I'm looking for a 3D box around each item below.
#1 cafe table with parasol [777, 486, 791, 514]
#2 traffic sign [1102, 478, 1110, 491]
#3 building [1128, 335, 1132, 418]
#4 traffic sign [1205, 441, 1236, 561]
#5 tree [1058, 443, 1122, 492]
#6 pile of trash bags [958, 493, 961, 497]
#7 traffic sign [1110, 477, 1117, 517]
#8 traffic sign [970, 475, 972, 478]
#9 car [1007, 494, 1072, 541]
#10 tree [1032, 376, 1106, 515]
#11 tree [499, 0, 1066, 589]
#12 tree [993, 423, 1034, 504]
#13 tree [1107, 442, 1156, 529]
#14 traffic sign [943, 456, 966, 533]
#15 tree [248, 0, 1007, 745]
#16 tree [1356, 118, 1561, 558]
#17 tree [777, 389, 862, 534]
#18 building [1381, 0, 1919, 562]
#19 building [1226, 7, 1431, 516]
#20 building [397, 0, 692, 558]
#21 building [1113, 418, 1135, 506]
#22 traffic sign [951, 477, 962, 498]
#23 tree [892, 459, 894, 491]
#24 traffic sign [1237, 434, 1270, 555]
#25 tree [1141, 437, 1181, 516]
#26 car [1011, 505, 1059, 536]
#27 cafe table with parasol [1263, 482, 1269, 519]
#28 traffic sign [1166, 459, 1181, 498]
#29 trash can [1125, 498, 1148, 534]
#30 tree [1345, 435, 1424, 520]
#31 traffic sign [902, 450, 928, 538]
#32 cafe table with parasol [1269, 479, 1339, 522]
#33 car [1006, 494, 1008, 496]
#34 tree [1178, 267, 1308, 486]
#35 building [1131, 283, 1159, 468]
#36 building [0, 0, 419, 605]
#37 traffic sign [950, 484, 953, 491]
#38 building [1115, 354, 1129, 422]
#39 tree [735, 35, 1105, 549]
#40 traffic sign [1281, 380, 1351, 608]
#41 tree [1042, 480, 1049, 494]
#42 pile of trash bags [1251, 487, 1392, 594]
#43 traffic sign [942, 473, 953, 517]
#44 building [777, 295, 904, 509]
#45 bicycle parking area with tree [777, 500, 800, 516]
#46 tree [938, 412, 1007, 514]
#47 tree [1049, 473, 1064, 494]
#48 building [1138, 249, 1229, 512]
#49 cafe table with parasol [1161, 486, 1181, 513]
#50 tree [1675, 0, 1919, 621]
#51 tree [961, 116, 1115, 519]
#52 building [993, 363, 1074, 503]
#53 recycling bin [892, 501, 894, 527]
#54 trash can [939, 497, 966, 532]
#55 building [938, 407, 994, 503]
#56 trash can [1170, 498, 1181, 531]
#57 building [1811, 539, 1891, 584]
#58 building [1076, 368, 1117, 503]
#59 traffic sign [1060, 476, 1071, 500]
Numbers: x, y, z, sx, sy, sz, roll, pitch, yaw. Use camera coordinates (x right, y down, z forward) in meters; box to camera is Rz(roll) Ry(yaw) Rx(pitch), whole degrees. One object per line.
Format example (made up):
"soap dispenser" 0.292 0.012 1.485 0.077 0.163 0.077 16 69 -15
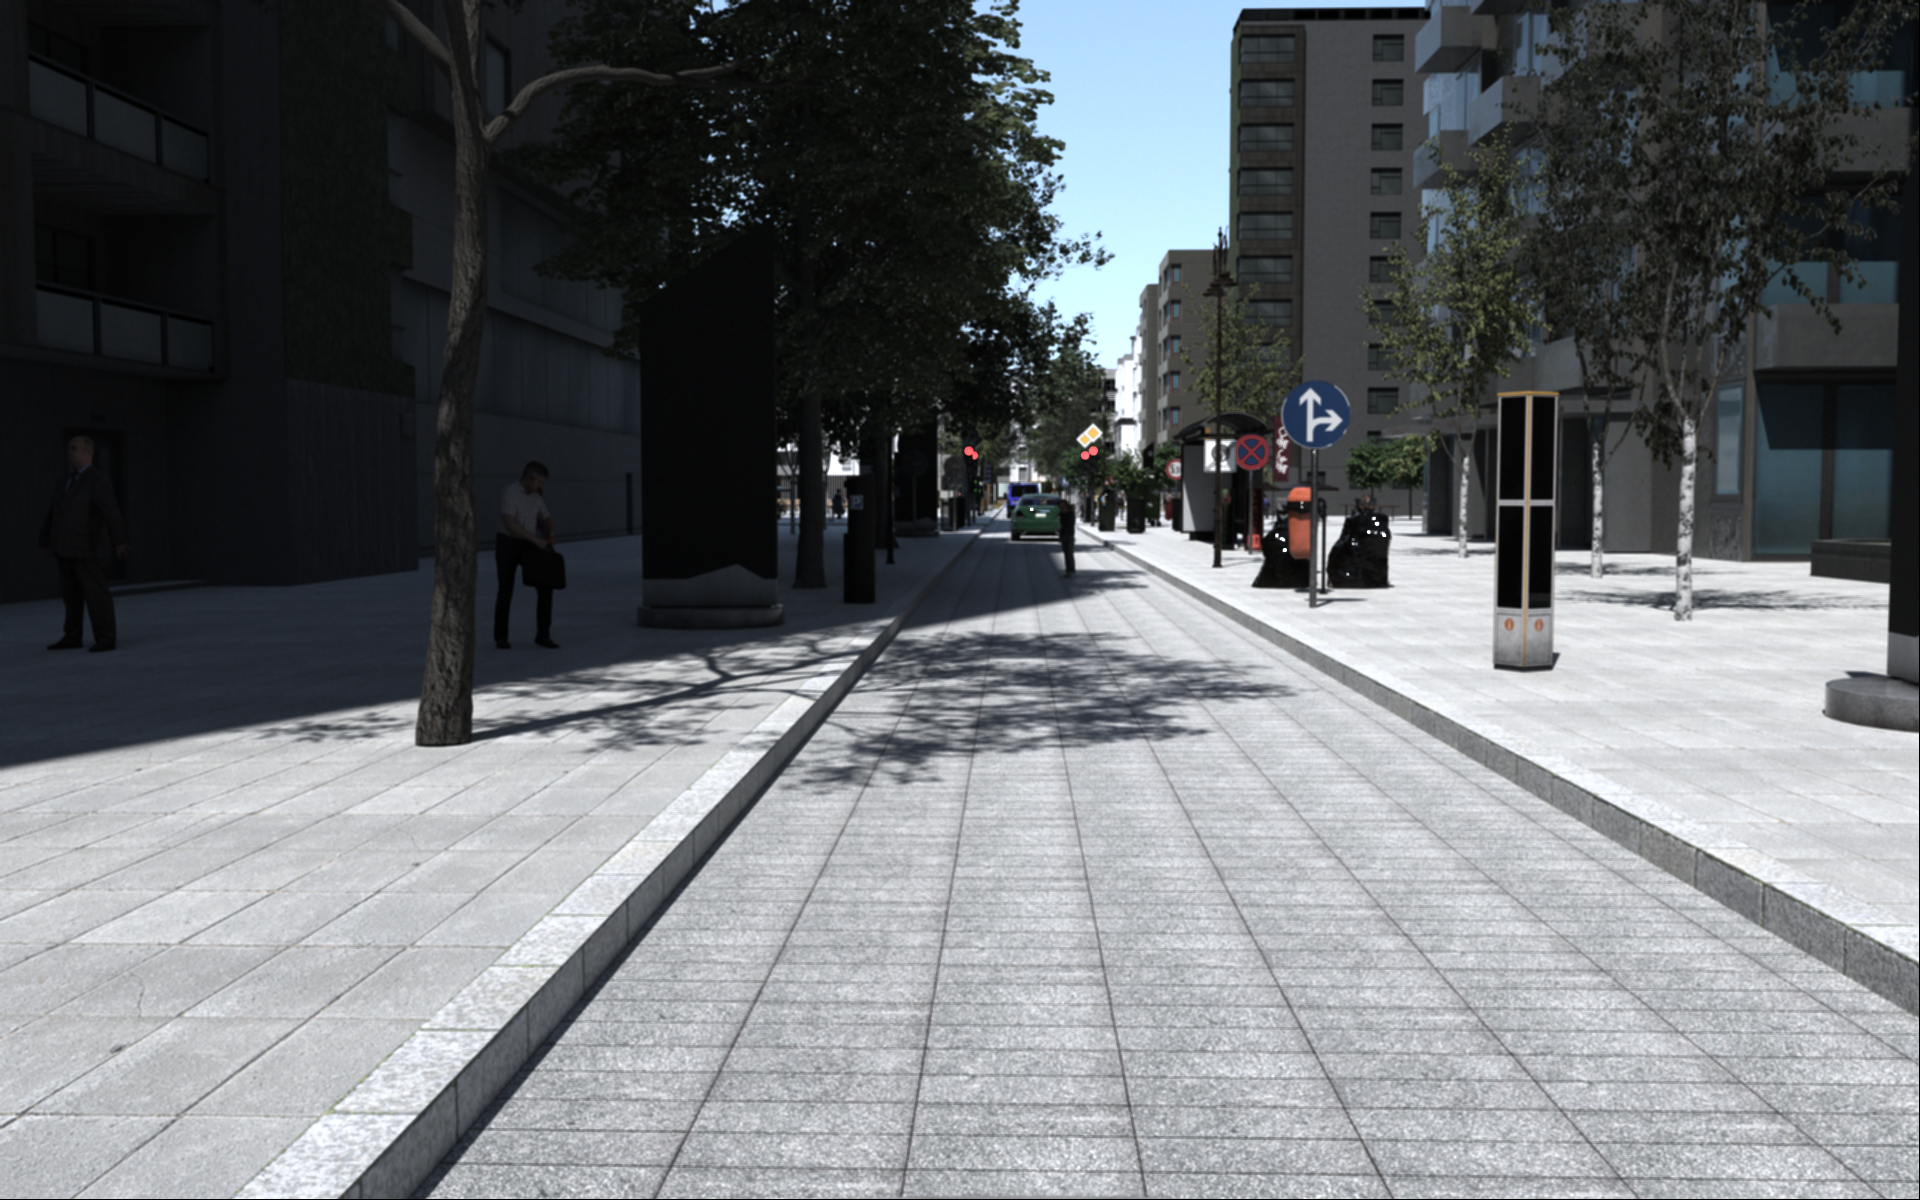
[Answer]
"cafe table with parasol" -12.087 -6.457 110.443 2.610 1.966 2.610 1 4 18
"traffic sign" 8.519 -6.328 103.459 0.884 2.594 0.081 0 4 4
"building" 25.286 -19.241 171.011 16.016 20.091 11.380 0 4 2
"traffic sign" 4.948 -1.884 32.935 0.606 2.300 0.079 1 4 10
"tree" 7.350 -7.137 100.402 4.285 4.588 4.351 0 3 0
"pile of trash bags" 0.371 -7.443 131.437 1.912 1.369 3.447 -1 4 -13
"traffic sign" 8.814 -5.958 97.512 0.768 2.556 0.104 1 4 10
"traffic sign" 0.409 -6.502 106.419 0.768 2.556 0.104 0 4 6
"car" 2.522 -2.581 53.998 2.131 1.459 4.920 0 4 3
"tree" 7.013 -9.590 107.153 4.360 8.622 3.978 0 3 0
"tree" -2.308 -6.456 23.687 7.486 12.596 7.792 0 3 0
"tree" 4.627 -19.356 226.843 12.009 13.543 11.850 0 3 0
"tree" 6.198 -4.282 64.616 1.663 3.219 1.824 0 3 0
"traffic sign" -0.180 -3.525 57.742 0.768 2.556 0.104 0 4 7
"tree" -2.318 -4.541 8.656 7.601 10.594 8.767 -1 4 -13
"tree" 10.120 -5.165 34.816 4.737 8.622 4.395 0 3 0
"tree" -4.826 -6.855 62.436 4.360 8.622 3.978 0 3 0
"building" 24.634 -25.932 43.599 23.786 49.044 30.456 0 4 2
"building" 23.414 -20.513 107.094 14.160 30.474 14.107 0 4 2
"building" -22.666 -27.950 46.220 27.495 52.752 28.713 0 4 2
"building" 22.248 -15.228 191.125 9.099 9.664 28.070 0 4 2
"traffic sign" -0.145 -5.915 96.809 0.768 2.556 0.104 1 4 9
"tree" -5.482 -9.125 132.900 4.285 4.588 4.351 0 3 0
"traffic sign" 6.170 -2.239 36.713 0.768 2.556 0.104 1 4 9
"tree" 12.067 -7.153 100.662 4.285 4.588 4.351 0 3 0
"car" 2.802 -3.131 60.978 2.009 1.686 4.222 0 4 2
"cafe table with parasol" 15.727 -5.199 89.875 2.610 1.966 2.610 -2 4 -25
"traffic sign" 7.789 -3.808 62.371 0.768 2.556 0.104 1 4 11
"trash can" 5.720 -2.729 56.271 0.748 1.137 0.748 0 3 0
"tree" 22.925 -6.897 96.472 4.285 4.588 4.351 0 3 0
"traffic sign" -1.322 -3.071 50.316 0.768 2.556 0.104 0 4 8
"cafe table with parasol" 16.038 -4.561 79.434 2.610 1.966 2.610 2 4 32
"car" 5.456 -9.292 160.588 2.281 1.827 5.304 0 4 1
"tree" 8.899 -6.452 55.845 4.737 8.622 4.395 0 3 0
"building" 24.438 -18.540 159.548 16.016 20.091 11.380 0 4 2
"building" -16.356 -20.657 21.334 14.154 41.232 14.086 0 4 2
"traffic sign" -0.642 -7.755 126.900 0.768 2.556 0.104 1 4 11
"building" 27.091 -21.739 211.853 16.016 20.091 11.380 0 4 2
"tree" -1.840 -7.584 40.999 9.611 12.733 9.660 0 3 0
"traffic sign" 3.988 -1.186 19.489 0.768 2.556 0.104 0 4 4
"tree" 10.188 -12.563 200.005 1.663 3.219 1.824 0 3 0
"pile of trash bags" 4.897 -0.851 23.661 1.912 1.369 3.447 1 4 18
"traffic sign" -0.628 -6.004 98.271 0.768 2.556 0.104 0 4 4
"building" -12.977 -19.185 170.098 16.016 20.091 11.380 0 4 2
"bicycle parking area with tree" -13.284 -7.059 102.415 9.016 4.147 8.231 2 4 31
"tree" 0.824 -9.743 109.660 4.737 8.622 4.395 0 3 0
"tree" 8.390 -8.857 139.405 1.663 3.219 1.824 0 3 0
"building" 28.989 -17.836 136.653 27.650 21.520 28.899 0 4 2
"cafe table with parasol" 13.849 -6.514 111.368 2.610 1.966 2.610 1 4 10
"tree" 7.587 -4.099 17.374 4.360 8.622 3.978 0 3 0
"tree" 0.998 -14.124 86.809 12.611 20.169 13.585 0 3 0
"building" 10.573 -24.158 251.409 11.380 20.091 16.016 0 4 2
"recycling bin" -2.785 -3.332 67.037 0.722 1.027 0.722 0 4 -5
"trash can" -0.344 -2.871 58.588 0.748 1.137 0.748 0 3 0
"building" -10.842 -23.602 252.350 31.486 18.905 16.747 0 4 2
"trash can" 7.617 -2.937 59.674 0.748 1.137 0.748 0 3 0
"building" 22.612 -28.873 14.080 21.231 58.520 28.212 0 4 2
"building" 32.021 -23.555 251.588 31.486 18.905 16.747 0 4 2
"traffic sign" 7.210 -7.219 118.144 0.768 2.556 0.104 0 4 8
